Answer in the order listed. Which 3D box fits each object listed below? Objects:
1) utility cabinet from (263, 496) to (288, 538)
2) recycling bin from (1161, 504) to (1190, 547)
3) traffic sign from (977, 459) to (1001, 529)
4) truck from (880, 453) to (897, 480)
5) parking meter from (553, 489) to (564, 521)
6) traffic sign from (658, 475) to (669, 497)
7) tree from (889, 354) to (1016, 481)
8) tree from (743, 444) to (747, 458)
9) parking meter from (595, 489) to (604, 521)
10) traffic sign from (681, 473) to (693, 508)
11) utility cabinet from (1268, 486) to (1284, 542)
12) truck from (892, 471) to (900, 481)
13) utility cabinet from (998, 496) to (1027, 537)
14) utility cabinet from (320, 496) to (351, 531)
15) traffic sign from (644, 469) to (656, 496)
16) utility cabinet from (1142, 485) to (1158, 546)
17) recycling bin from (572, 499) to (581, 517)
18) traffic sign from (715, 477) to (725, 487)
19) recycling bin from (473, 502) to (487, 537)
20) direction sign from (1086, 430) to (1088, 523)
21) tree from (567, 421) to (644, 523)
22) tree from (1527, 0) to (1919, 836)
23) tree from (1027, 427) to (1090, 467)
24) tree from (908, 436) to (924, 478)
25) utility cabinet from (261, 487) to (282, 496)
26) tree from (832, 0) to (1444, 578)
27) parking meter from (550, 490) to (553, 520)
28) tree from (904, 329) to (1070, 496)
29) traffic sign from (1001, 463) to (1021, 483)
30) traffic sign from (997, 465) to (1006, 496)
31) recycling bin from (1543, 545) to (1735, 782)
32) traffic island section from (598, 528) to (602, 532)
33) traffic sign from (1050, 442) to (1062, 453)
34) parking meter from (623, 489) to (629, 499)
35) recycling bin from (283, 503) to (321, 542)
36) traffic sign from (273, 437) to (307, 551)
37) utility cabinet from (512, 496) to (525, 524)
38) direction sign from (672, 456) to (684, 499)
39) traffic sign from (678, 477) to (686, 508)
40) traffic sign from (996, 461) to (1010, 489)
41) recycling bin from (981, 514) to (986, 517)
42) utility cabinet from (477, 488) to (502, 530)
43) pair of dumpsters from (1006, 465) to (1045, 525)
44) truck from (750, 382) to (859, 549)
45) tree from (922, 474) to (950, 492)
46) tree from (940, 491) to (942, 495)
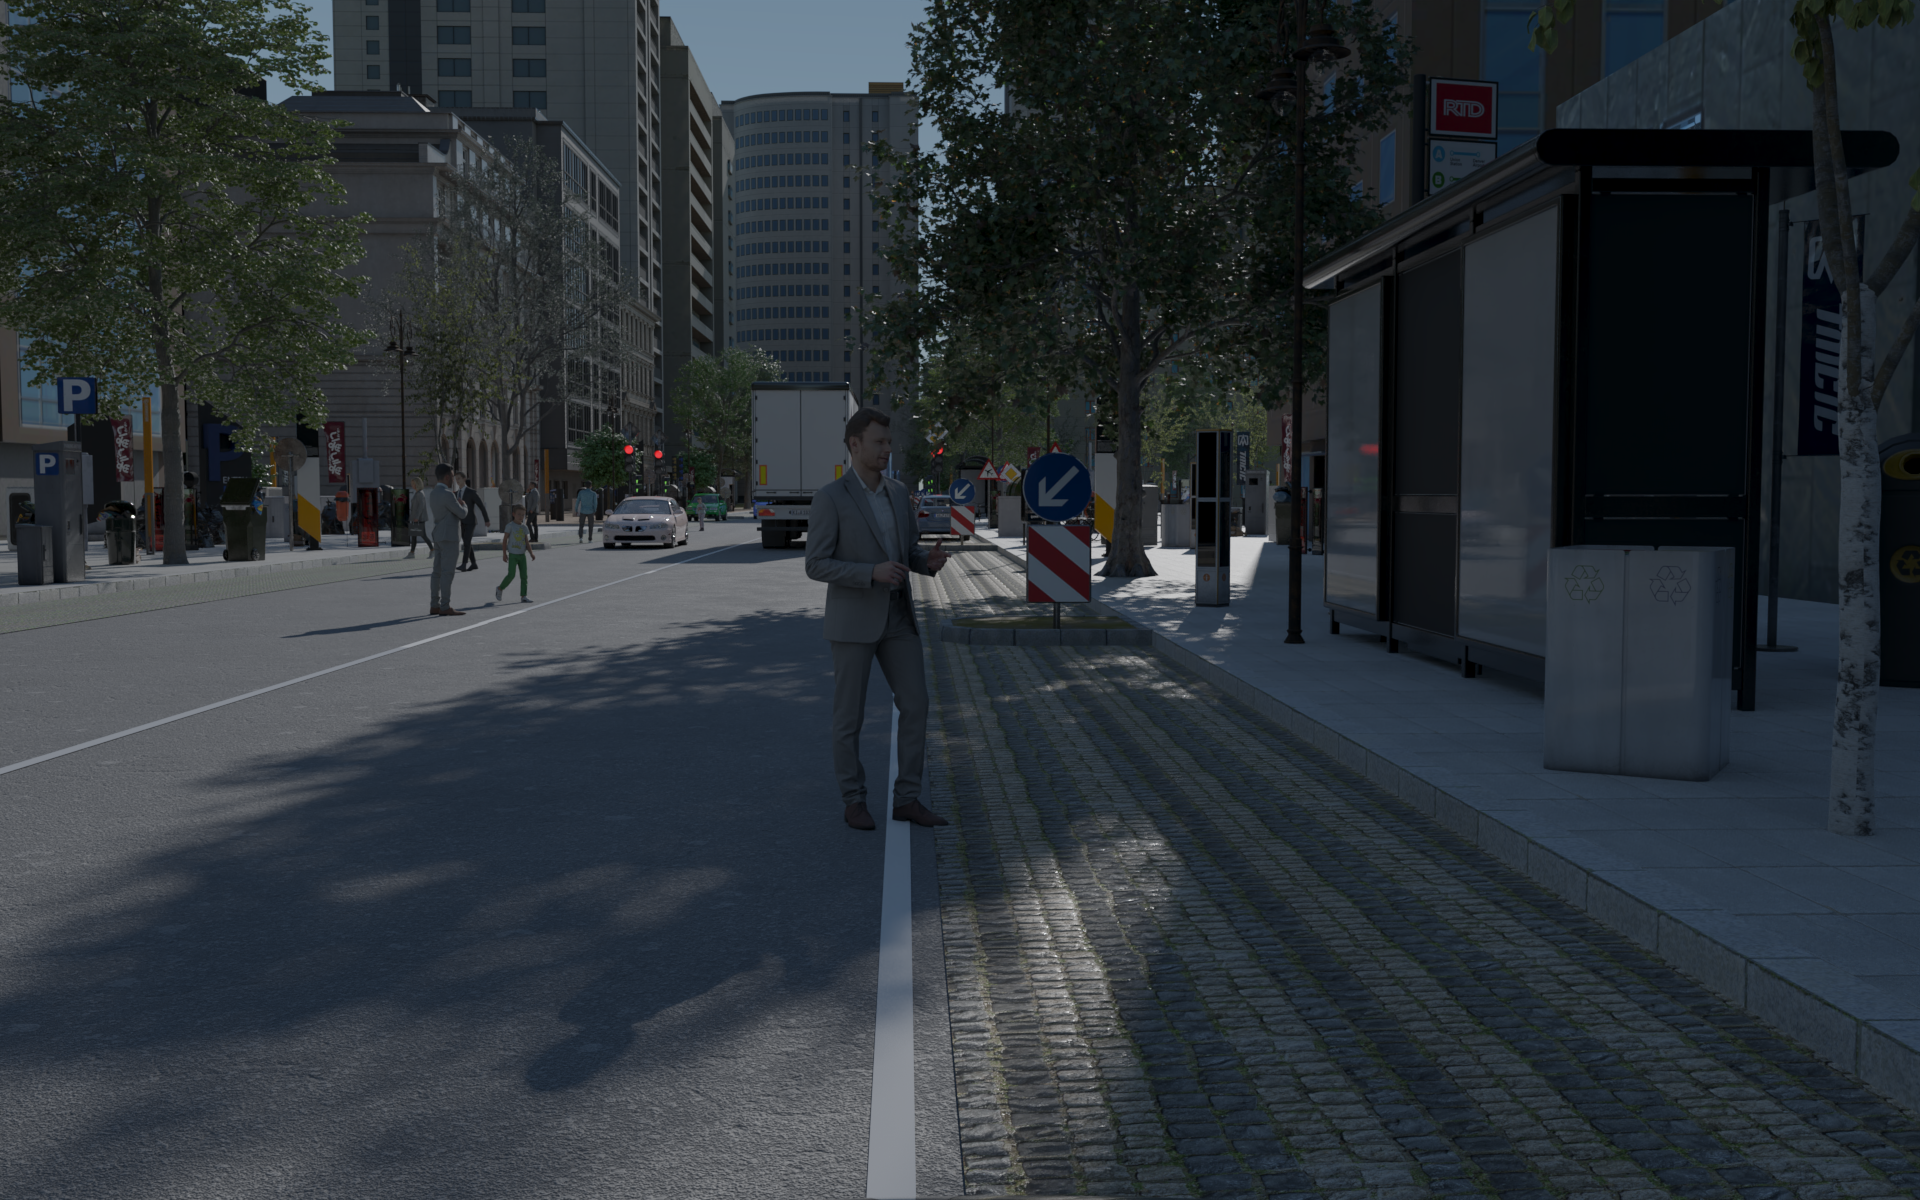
[{"bbox_3d":[-20.218,-2.404,50.462,1.020,1.237,0.306,-1,4,-21],"label":"utility cabinet"},{"bbox_3d":[5.393,-1.817,42.255,0.722,1.027,0.722,-2,4,-26],"label":"recycling bin"},{"bbox_3d":[1.054,-3.868,63.250,0.884,2.594,0.081,0,4,0],"label":"traffic sign"},{"bbox_3d":[-4.846,-6.229,91.597,2.967,4.110,18.799,0,4,-2],"label":"truck"},{"bbox_3d":[-18.945,-4.502,82.019,0.372,1.533,0.369,0,3,0],"label":"parking meter"},{"bbox_3d":[-15.663,-5.469,91.555,0.606,2.300,0.079,0,4,7],"label":"traffic sign"},{"bbox_3d":[-0.434,-13.804,136.060,12.009,13.543,11.850,0,3,0],"label":"tree"},{"bbox_3d":[-19.190,-17.337,193.827,12.009,13.543,11.850,0,3,0],"label":"tree"},{"bbox_3d":[-18.956,-5.061,91.159,0.372,1.533,0.369,0,3,0],"label":"parking meter"},{"bbox_3d":[-16.709,-6.470,105.887,0.768,2.556,0.104,0,4,4],"label":"traffic sign"},{"bbox_3d":[8.453,-2.278,45.917,0.318,1.500,1.173,0,4,-1],"label":"utility cabinet"},{"bbox_3d":[-7.838,-12.509,194.276,2.967,4.110,18.799,0,4,-2],"label":"truck"},{"bbox_3d":[1.661,-2.509,52.181,1.020,1.237,0.306,0,4,4],"label":"utility cabinet"},{"bbox_3d":[-21.429,-2.948,59.368,1.020,1.237,0.306,-3,4,-35],"label":"utility cabinet"},{"bbox_3d":[-16.037,-5.455,89.302,0.768,2.556,0.104,0,4,4],"label":"traffic sign"},{"bbox_3d":[4.295,-2.041,42.049,1.173,1.500,0.318,-3,5,-39],"label":"utility cabinet"},{"bbox_3d":[-21.593,-5.257,98.511,0.722,1.027,0.722,-2,4,-32],"label":"recycling bin"},{"bbox_3d":[-18.096,-7.987,130.698,0.768,2.556,0.104,0,4,-1],"label":"traffic sign"},{"bbox_3d":[-14.768,-2.439,52.439,0.722,1.027,0.722,-2,4,-30],"label":"recycling bin"},{"bbox_3d":[4.521,-4.257,61.604,0.379,3.537,0.876,0,4,7],"label":"direction sign"},{"bbox_3d":[-15.952,-5.771,78.062,4.285,4.588,4.351,0,3,0],"label":"tree"},{"bbox_3d":[3.194,-3.413,6.166,4.737,8.622,4.395,0,3,0],"label":"tree"},{"bbox_3d":[2.695,-3.421,50.541,1.663,3.219,1.824,0,3,0],"label":"tree"},{"bbox_3d":[-3.668,-17.009,212.506,7.601,10.594,8.767,-3,5,-42],"label":"tree"},{"bbox_3d":[-21.513,-2.775,54.045,0.318,1.500,1.173,0,4,1],"label":"utility cabinet"},{"bbox_3d":[2.723,-6.719,26.866,9.611,12.733,9.660,0,3,0],"label":"tree"},{"bbox_3d":[-20.166,-4.747,86.016,0.372,1.533,0.369,0,3,0],"label":"parking meter"},{"bbox_3d":[1.763,-10.042,82.308,7.486,12.596,7.792,0,3,0],"label":"tree"},{"bbox_3d":[1.912,-3.893,64.843,0.795,2.450,0.064,0,4,2],"label":"traffic sign"},{"bbox_3d":[1.977,-4.641,75.989,0.768,2.556,0.104,0,4,5],"label":"traffic sign"},{"bbox_3d":[3.202,0.269,8.158,0.722,1.027,0.722,2,4,32],"label":"recycling bin"},{"bbox_3d":[-12.696,-2.718,66.726,2.009,0.180,2.903,0,4,-2],"label":"traffic island section"},{"bbox_3d":[2.365,-2.630,43.003,0.884,2.594,0.081,0,4,4],"label":"traffic sign"},{"bbox_3d":[-21.292,-6.310,111.571,0.372,1.533,0.369,0,3,0],"label":"parking meter"},{"bbox_3d":[-17.731,-2.088,46.691,0.722,1.027,0.722,1,4,10],"label":"recycling bin"},{"bbox_3d":[-15.072,-2.378,38.981,0.768,2.556,0.104,0,4,3],"label":"traffic sign"},{"bbox_3d":[-16.385,-3.178,63.121,1.020,1.237,0.306,0,4,8],"label":"utility cabinet"},{"bbox_3d":[-16.751,-6.777,102.798,0.379,3.537,0.876,3,4,37],"label":"direction sign"},{"bbox_3d":[-17.142,-6.394,106.674,0.606,2.300,0.079,0,4,0],"label":"traffic sign"},{"bbox_3d":[1.851,-4.156,67.948,0.884,2.594,0.081,0,4,7],"label":"traffic sign"},{"bbox_3d":[1.221,-5.234,98.131,0.722,1.027,0.722,1,4,12],"label":"recycling bin"},{"bbox_3d":[-16.432,-3.178,60.647,0.318,1.500,1.173,1,4,21],"label":"utility cabinet"},{"bbox_3d":[2.490,-3.508,59.845,1.574,2.255,4.437,0,4,-2],"label":"pair of dumpsters"},{"bbox_3d":[-4.154,-3.668,48.882,2.839,4.237,11.283,0,4,-2],"label":"truck"},{"bbox_3d":[-1.986,-11.390,169.942,4.285,4.588,4.351,0,3,0],"label":"tree"},{"bbox_3d":[-2.240,-14.256,183.454,4.737,8.622,4.395,0,3,0],"label":"tree"}]
